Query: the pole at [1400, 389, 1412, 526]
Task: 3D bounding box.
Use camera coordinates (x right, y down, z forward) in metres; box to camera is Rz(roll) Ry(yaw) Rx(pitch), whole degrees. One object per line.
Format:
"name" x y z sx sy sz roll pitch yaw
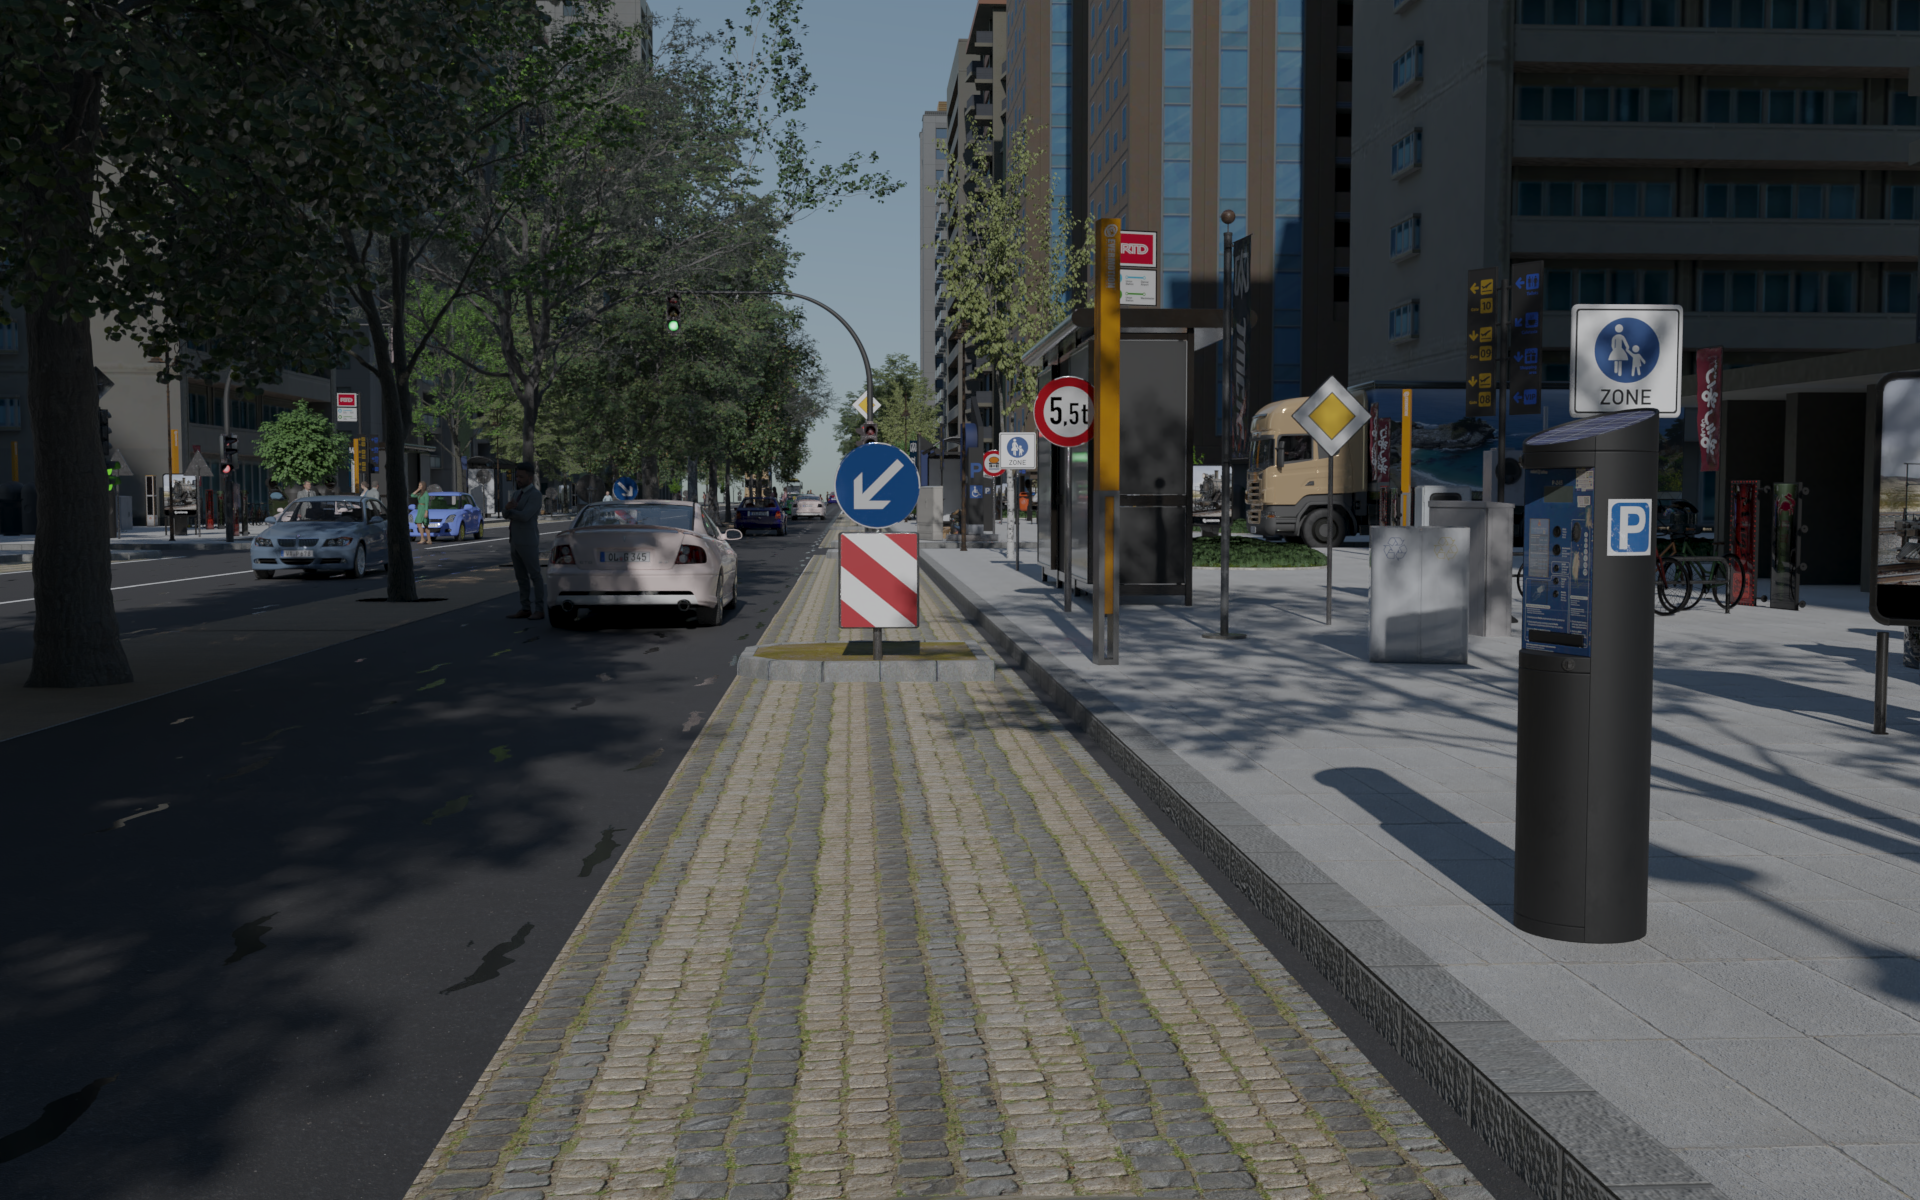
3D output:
"pole" 8.708 -2.445 33.812 0.158 3.312 0.155 0 3 0

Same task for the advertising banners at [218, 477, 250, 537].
"advertising banners" -21.953 -3.442 52.465 0.090 3.025 2.074 0 4 -3

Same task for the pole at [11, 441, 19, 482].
"pole" -36.658 -4.488 67.224 0.158 3.312 0.155 0 3 0

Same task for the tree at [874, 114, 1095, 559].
"tree" 1.162 -5.110 33.916 4.737 8.622 4.395 0 3 0

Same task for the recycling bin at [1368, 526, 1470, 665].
"recycling bin" 3.542 -0.052 13.409 0.722 1.027 0.722 1 4 12

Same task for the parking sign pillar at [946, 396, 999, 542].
"parking sign pillar" 0.337 -3.594 47.239 1.447 3.967 1.447 -1 4 -9

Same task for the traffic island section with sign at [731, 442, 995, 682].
"traffic island section with sign" -0.783 -0.332 14.049 1.989 1.847 2.006 0 4 -4

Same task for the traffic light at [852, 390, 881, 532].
"traffic light" -2.546 -3.556 47.061 0.839 4.253 0.868 0 4 -4

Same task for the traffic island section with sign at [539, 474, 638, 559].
"traffic island section with sign" -8.426 -1.891 39.052 2.006 1.907 1.989 0 4 -4

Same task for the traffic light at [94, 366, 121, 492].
"traffic light" -18.930 -3.004 38.035 0.839 4.253 0.868 0 4 -4

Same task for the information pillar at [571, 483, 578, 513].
"information pillar" -26.441 -6.994 118.848 0.304 2.012 0.304 1 4 17

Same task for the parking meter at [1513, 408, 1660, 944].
"parking meter" 1.830 0.204 5.073 0.372 1.533 0.369 0 3 0

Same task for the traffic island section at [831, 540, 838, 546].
"traffic island section" -2.505 -1.523 47.178 2.009 0.180 2.903 0 4 -4

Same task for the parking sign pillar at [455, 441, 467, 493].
"parking sign pillar" -25.629 -6.145 88.936 1.447 3.967 1.447 -1 4 -22

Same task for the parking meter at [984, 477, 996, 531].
"parking meter" 1.005 -3.305 59.744 0.399 1.863 0.255 1 4 23

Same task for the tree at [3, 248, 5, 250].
"tree" -20.171 -6.763 28.710 7.486 12.596 7.792 0 3 0

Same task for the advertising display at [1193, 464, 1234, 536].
"advertising display" 5.377 -1.958 37.224 0.974 1.923 0.123 0 4 -2

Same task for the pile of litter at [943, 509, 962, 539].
"pile of litter" -0.346 -2.221 50.279 1.176 0.858 1.719 1 4 21

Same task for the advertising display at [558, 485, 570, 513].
"advertising display" -27.338 -6.988 119.459 0.123 1.923 0.974 2 4 35

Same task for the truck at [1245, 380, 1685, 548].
"truck" 12.361 -3.368 43.973 11.283 4.237 2.839 0 4 -3

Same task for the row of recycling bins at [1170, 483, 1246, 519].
"row of recycling bins" 9.354 -3.570 65.477 3.534 1.692 1.069 -2 4 -35

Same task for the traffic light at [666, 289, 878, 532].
"traffic light" -4.134 -3.924 38.822 4.771 5.953 1.251 0 4 -4

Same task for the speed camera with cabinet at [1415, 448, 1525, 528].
"speed camera with cabinet" 10.178 -2.462 34.583 2.038 3.252 0.660 0 4 -1

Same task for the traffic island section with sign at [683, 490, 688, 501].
"traffic island section with sign" -27.321 -10.048 172.910 1.989 1.847 2.006 0 4 -4

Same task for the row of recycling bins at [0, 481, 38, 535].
"row of recycling bins" -29.533 -2.919 54.841 3.534 1.692 1.069 1 4 12

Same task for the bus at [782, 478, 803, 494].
"bus" -25.753 -16.898 267.831 2.896 3.916 12.252 0 4 -3

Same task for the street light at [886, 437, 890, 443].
"street light" -5.067 -9.117 121.844 0.468 5.910 1.993 0 4 -4

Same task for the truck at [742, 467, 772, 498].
"truck" -20.026 -11.199 172.014 2.839 4.237 11.283 0 4 -5

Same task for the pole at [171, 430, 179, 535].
"pole" -24.809 -3.728 54.798 0.158 3.312 0.155 0 3 0

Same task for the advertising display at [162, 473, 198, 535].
"advertising display" -24.236 -2.973 53.830 0.974 1.923 0.123 -2 4 -24

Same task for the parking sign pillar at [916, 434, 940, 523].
"parking sign pillar" -1.239 -5.433 77.304 1.447 3.967 1.447 -1 4 -17

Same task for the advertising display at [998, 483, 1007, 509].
"advertising display" 2.663 -5.797 99.991 0.123 1.923 0.974 3 4 38

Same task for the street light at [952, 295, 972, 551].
"street light" 0.084 -4.041 38.859 0.468 5.910 1.993 0 4 -4

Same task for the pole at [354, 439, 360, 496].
"pole" -22.306 -4.294 64.055 0.158 3.312 0.155 0 3 0

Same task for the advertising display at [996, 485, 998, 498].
"advertising display" 2.746 -7.019 119.970 0.123 1.923 0.974 -2 4 -25

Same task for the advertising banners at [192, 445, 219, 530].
"advertising banners" -27.037 -4.048 62.377 0.090 3.025 2.074 0 4 7

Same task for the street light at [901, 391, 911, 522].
"street light" -2.441 -6.442 78.115 0.468 5.910 1.993 0 4 -4

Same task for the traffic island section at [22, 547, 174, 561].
"traffic island section" -18.971 -0.972 38.167 2.009 0.180 2.903 0 4 -4

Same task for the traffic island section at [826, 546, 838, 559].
"traffic island section" -2.011 -1.035 39.208 2.009 0.180 2.903 0 4 -4

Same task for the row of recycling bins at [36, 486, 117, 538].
"row of recycling bins" -25.909 -2.689 51.085 3.534 1.692 1.069 3 5 42

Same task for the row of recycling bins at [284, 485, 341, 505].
"row of recycling bins" -28.324 -4.213 76.000 1.069 1.692 3.534 1 4 14

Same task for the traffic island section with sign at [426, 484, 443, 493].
"traffic island section with sign" -20.861 -3.662 68.506 1.989 1.847 2.006 0 4 -4

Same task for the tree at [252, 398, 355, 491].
"tree" -22.412 -4.597 58.871 4.285 4.588 4.351 0 3 0

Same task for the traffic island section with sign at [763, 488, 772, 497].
"traffic island section with sign" -13.527 -6.930 121.440 2.006 1.907 1.989 0 4 -4

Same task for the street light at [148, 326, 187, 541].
"street light" -21.577 -4.555 47.255 0.468 5.910 1.993 0 4 -4

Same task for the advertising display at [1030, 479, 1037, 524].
"advertising display" 3.410 -4.165 73.313 0.974 1.923 0.123 -2 4 -28

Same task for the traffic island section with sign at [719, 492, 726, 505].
"traffic island section with sign" -30.750 -13.436 228.301 1.989 1.847 2.006 0 4 -4

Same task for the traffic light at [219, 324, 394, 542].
"traffic light" -17.341 -4.373 46.168 4.771 5.953 1.251 0 4 -4

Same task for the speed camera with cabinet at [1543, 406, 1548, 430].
"speed camera with cabinet" 13.880 -2.749 39.286 2.038 3.252 0.660 0 4 0

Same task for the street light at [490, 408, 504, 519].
"street light" -24.183 -7.208 90.638 0.468 5.910 1.993 0 4 -4

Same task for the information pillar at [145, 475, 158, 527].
"information pillar" -31.773 -3.889 68.085 0.304 2.012 0.304 0 4 1

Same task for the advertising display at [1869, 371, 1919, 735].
"advertising display" 5.267 -0.230 8.969 0.974 1.923 0.123 2 4 34

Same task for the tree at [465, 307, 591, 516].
"tree" -25.453 -11.260 102.235 7.486 12.596 7.792 0 3 0

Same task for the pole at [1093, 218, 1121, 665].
"pole" 1.098 -1.169 12.952 0.158 3.312 0.155 0 3 0

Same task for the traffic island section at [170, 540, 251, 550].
"traffic island section" -19.464 -1.459 46.137 2.009 0.180 2.903 0 4 -4

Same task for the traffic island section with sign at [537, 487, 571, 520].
"traffic island section with sign" -22.523 -5.308 95.410 1.989 1.847 2.006 0 4 -4
